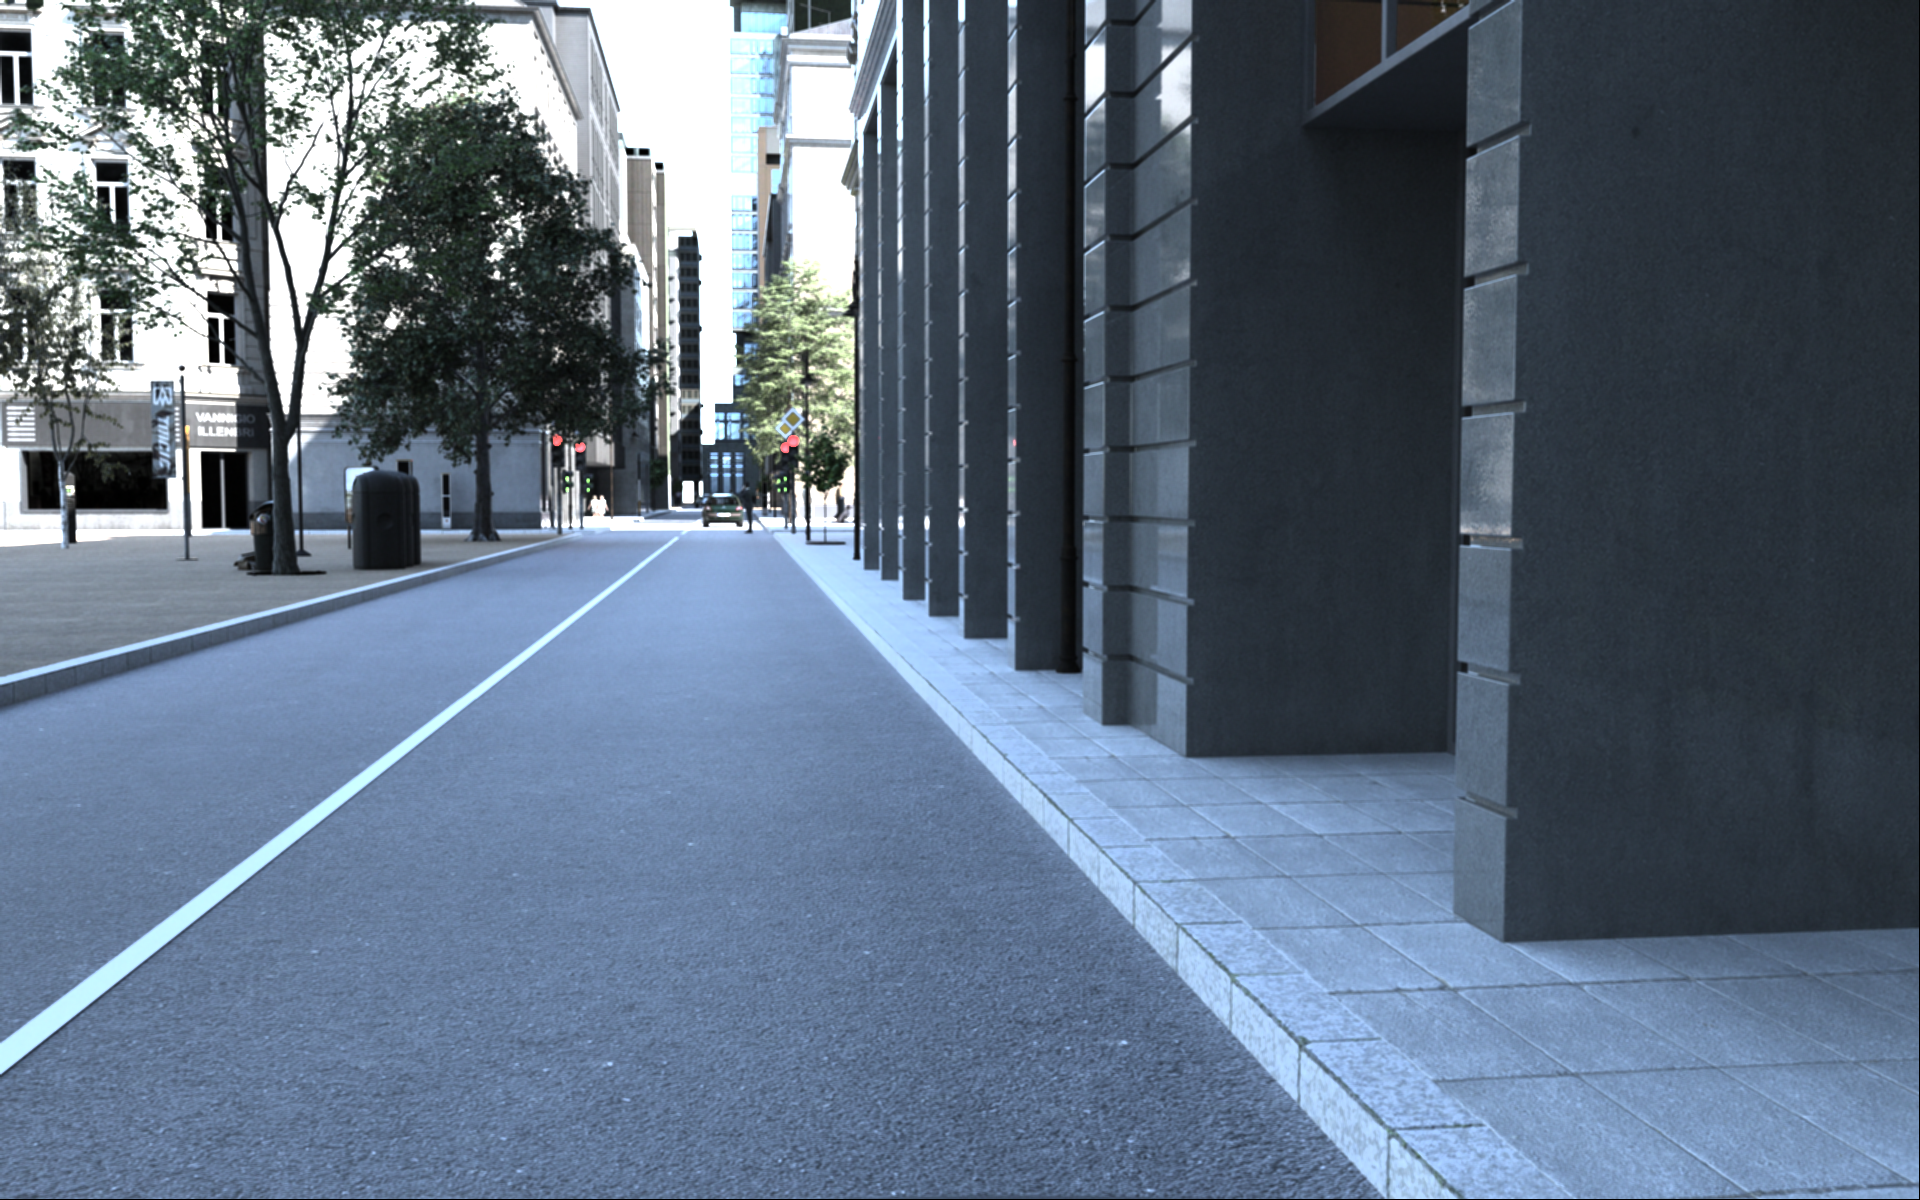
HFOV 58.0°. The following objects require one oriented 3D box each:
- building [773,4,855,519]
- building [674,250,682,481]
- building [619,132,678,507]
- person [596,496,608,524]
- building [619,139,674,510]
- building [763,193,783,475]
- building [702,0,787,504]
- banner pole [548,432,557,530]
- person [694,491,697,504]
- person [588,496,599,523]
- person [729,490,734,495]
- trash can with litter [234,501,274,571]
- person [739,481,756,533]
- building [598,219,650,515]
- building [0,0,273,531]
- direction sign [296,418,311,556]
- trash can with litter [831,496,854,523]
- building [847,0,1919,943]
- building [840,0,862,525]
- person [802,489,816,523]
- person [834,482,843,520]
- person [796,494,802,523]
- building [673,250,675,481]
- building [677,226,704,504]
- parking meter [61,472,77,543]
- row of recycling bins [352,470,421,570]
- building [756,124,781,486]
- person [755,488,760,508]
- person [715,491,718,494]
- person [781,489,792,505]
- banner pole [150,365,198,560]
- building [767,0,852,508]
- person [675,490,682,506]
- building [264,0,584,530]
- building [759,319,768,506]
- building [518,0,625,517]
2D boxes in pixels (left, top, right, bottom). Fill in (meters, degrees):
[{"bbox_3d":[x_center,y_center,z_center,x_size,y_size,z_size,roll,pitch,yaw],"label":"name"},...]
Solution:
[{"bbox_3d":[-3.773,-19.171,99.353,13.634,28.700,20.117,0,4,-7],"label":"building"},{"bbox_3d":[-40.147,-26.509,205.121,14.107,30.474,14.160,0,4,-7],"label":"building"},{"bbox_3d":[-45.712,-29.564,175.252,32.217,40.220,23.993,0,4,-7],"label":"building"},{"bbox_3d":[-15.505,-3.908,74.949,0.505,1.210,0.382,-3,4,-37],"label":"person"},{"bbox_3d":[-31.471,-22.728,143.302,14.160,30.474,14.107,0,4,-7],"label":"building"},{"bbox_3d":[-6.674,-18.672,124.352,14.314,24.678,30.058,0,4,-7],"label":"building"},{"bbox_3d":[-18.915,-56.180,231.209,31.000,86.520,22.319,0,4,-7],"label":"building"},{"bbox_3d":[-14.617,-4.409,62.107,0.401,3.779,0.863,0,4,-6],"label":"banner pole"},{"bbox_3d":[-29.607,-11.261,193.354,0.721,1.736,1.217,0,4,-2],"label":"person"},{"bbox_3d":[-16.393,-4.062,77.479,0.505,1.210,0.382,0,3,0],"label":"person"},{"bbox_3d":[-19.466,-8.467,147.022,0.705,1.814,1.350,2,4,28],"label":"person"},{"bbox_3d":[-11.804,-1.083,29.090,1.055,1.170,0.624,2,4,30],"label":"trash can with litter"},{"bbox_3d":[-7.833,-3.416,63.708,0.474,1.900,0.648,1,4,17],"label":"person"},{"bbox_3d":[-25.976,-15.796,113.015,10.420,20.320,16.860,0,4,-7],"label":"building"},{"bbox_3d":[-47.193,-17.661,65.174,44.131,29.872,17.030,0,4,-7],"label":"building"},{"bbox_3d":[-13.635,-2.677,35.764,0.379,3.537,0.876,-1,4,-22],"label":"direction sign"},{"bbox_3d":[-5.065,-4.102,78.130,1.678,1.210,2.233,2,4,28],"label":"trash can with litter"},{"bbox_3d":[5.505,-14.547,15.343,11.434,29.767,29.804,0,4,-7],"label":"building"},{"bbox_3d":[3.780,-15.039,43.145,12.463,27.353,25.104,0,4,-7],"label":"building"},{"bbox_3d":[-6.796,-4.371,77.603,0.635,1.810,0.391,2,4,23],"label":"person"},{"bbox_3d":[-5.791,-4.732,83.315,0.656,1.842,0.836,2,4,30],"label":"person"},{"bbox_3d":[-7.169,-4.012,75.914,0.475,1.303,0.640,3,5,44],"label":"person"},{"bbox_3d":[-33.741,-23.592,157.433,14.160,30.474,14.107,0,4,-7],"label":"building"},{"bbox_3d":[-46.827,-33.159,234.025,23.993,40.220,32.217,0,4,-7],"label":"building"},{"bbox_3d":[-23.207,-2.407,45.074,0.399,1.863,0.255,3,5,44],"label":"parking meter"},{"bbox_3d":[-10.210,-1.460,30.987,1.069,1.692,3.534,-1,4,-13],"label":"row of recycling bins"},{"bbox_3d":[-17.173,-34.074,207.224,14.600,45.320,14.200,0,4,-7],"label":"building"},{"bbox_3d":[-18.088,-9.098,154.812,0.705,1.821,1.348,0,4,1],"label":"person"},{"bbox_3d":[-28.098,-11.682,200.176,0.621,1.740,0.551,-3,5,-40],"label":"person"},{"bbox_3d":[-8.200,-4.699,82.641,0.659,1.850,0.755,-1,4,-15],"label":"person"},{"bbox_3d":[-15.294,-2.668,33.646,0.863,3.779,0.401,0,4,1],"label":"banner pole"},{"bbox_3d":[-7.674,-44.209,161.061,20.563,71.187,20.611,0,4,-7],"label":"building"},{"bbox_3d":[-29.108,-10.514,178.878,0.756,1.711,0.436,2,4,27],"label":"person"},{"bbox_3d":[-20.932,-13.523,70.253,9.793,20.994,18.267,0,4,-7],"label":"building"},{"bbox_3d":[-7.598,-20.946,187.505,27.650,21.520,28.899,0,4,-7],"label":"building"},{"bbox_3d":[-25.746,-18.225,91.488,14.314,27.812,24.014,0,4,-7],"label":"building"}]
